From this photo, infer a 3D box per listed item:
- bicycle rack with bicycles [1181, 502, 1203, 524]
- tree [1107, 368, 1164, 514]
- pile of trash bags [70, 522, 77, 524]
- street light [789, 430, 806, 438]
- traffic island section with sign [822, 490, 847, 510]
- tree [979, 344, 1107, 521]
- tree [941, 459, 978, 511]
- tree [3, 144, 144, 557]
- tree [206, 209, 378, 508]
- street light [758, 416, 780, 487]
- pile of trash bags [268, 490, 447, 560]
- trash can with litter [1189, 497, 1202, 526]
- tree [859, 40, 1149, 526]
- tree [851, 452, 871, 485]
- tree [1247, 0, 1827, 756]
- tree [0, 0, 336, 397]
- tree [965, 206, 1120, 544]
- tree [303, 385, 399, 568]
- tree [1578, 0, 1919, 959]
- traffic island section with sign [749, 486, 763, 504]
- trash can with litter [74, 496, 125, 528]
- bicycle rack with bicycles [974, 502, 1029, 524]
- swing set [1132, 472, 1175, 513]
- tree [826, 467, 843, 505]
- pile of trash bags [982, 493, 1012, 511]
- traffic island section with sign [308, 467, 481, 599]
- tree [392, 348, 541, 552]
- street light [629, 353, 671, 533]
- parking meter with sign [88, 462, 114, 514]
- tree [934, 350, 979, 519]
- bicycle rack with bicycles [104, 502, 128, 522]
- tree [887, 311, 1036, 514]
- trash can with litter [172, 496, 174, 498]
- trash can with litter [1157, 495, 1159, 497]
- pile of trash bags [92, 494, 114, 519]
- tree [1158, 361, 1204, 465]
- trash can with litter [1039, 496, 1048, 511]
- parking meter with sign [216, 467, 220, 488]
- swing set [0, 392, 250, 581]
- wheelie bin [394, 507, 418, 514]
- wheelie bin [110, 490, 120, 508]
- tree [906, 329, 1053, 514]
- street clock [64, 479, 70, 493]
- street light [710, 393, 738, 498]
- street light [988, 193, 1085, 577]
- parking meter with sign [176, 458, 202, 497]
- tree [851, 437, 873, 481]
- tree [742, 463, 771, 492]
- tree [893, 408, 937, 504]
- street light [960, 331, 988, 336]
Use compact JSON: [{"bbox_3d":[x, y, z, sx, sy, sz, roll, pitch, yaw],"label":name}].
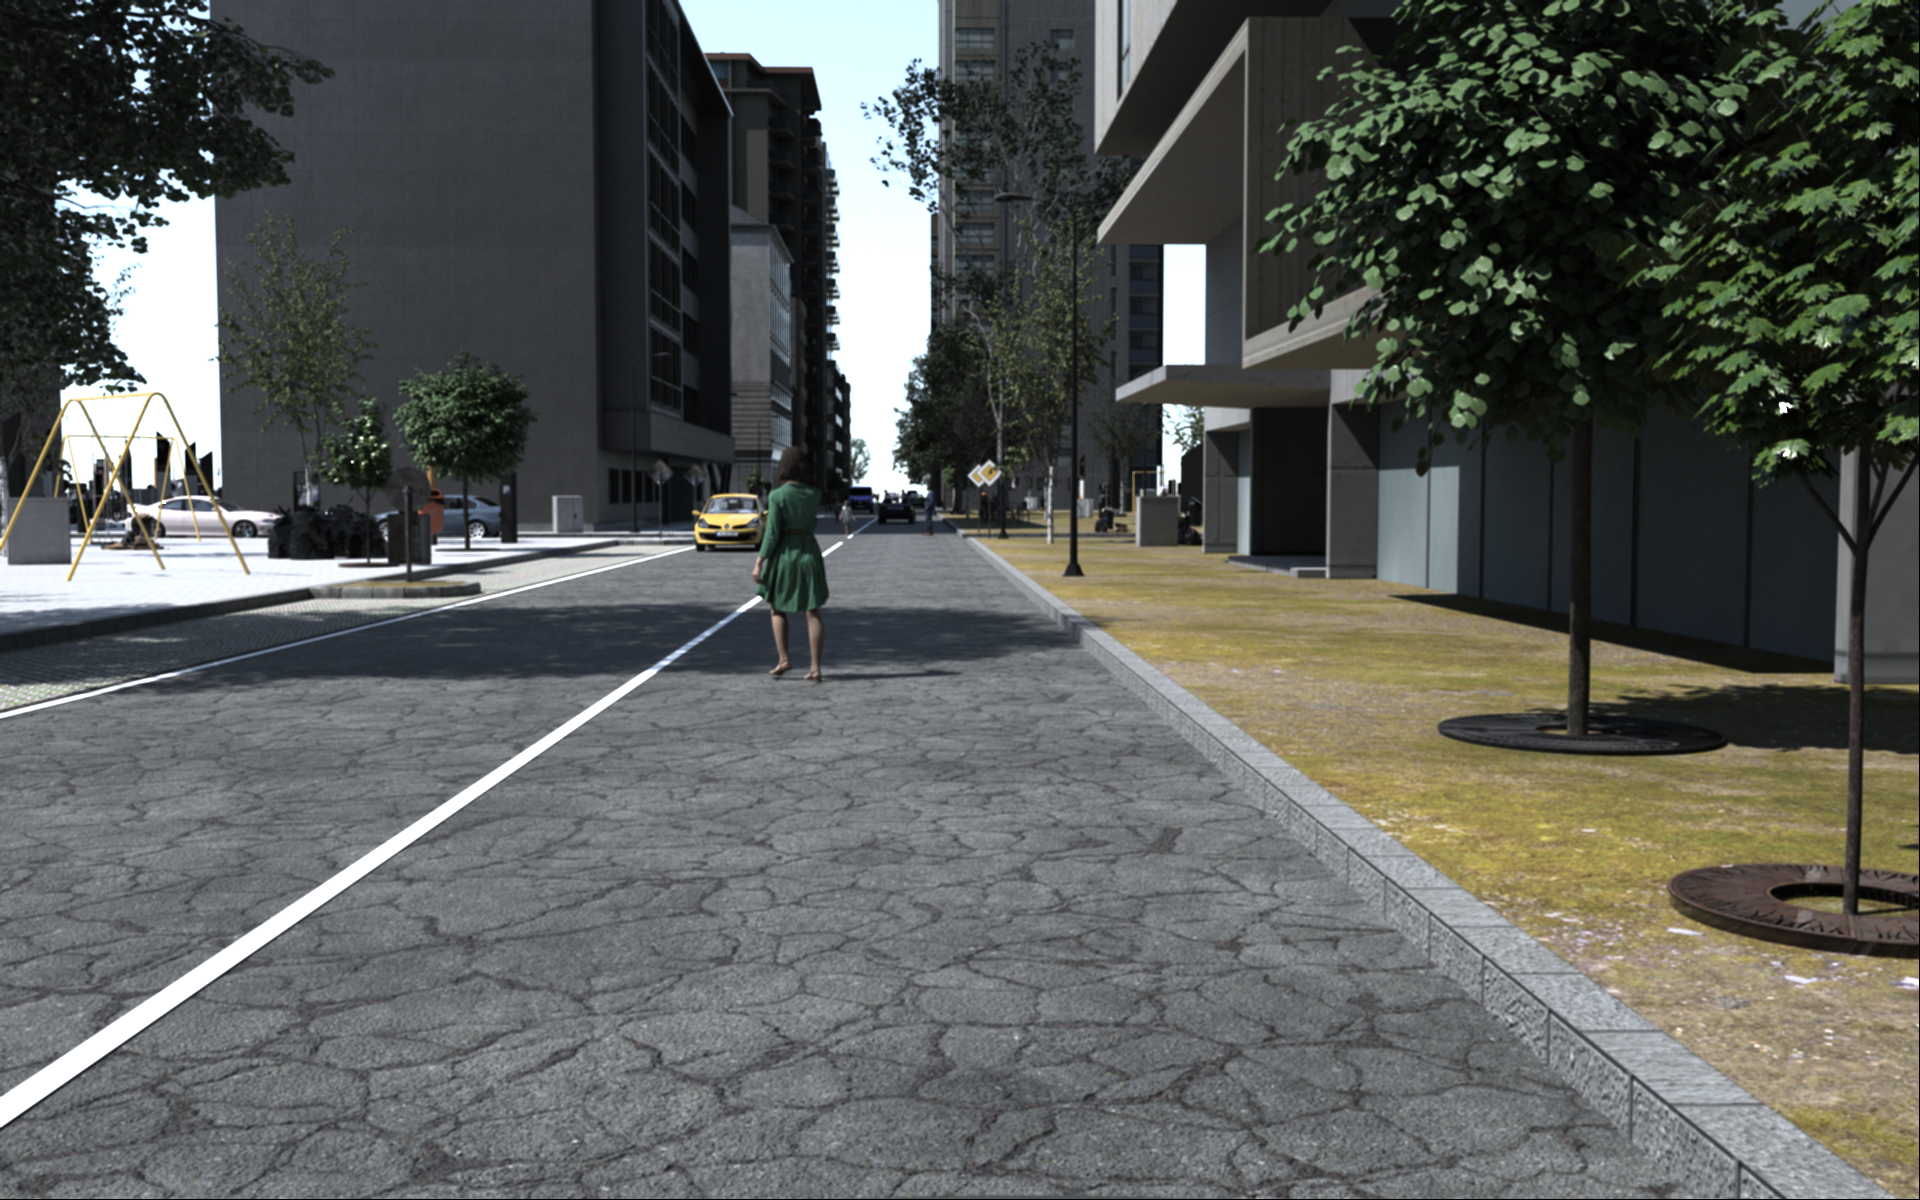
[{"bbox_3d":[9.477,-3.828,75.971,2.852,0.926,2.925,0,4,5],"label":"bicycle rack with bicycles"},{"bbox_3d":[9.793,-9.272,101.959,4.360,8.622,3.978,0,3,0],"label":"tree"},{"bbox_3d":[-39.618,-3.954,74.404,3.447,1.369,1.912,-2,4,-31],"label":"pile of trash bags"},{"bbox_3d":[-12.079,-9.324,124.982,1.470,5.913,1.316,0,4,-2],"label":"street light"},{"bbox_3d":[-11.506,-9.086,157.188,1.989,1.847,2.006,0,4,-2],"label":"traffic island section with sign"},{"bbox_3d":[3.975,-8.132,83.317,4.360,8.622,3.978,0,3,0],"label":"tree"},{"bbox_3d":[0.121,-9.250,134.949,4.285,4.588,4.351,0,3,0],"label":"tree"},{"bbox_3d":[-19.121,-5.171,34.914,4.360,8.622,3.978,0,3,0],"label":"tree"},{"bbox_3d":[-16.921,-5.765,44.613,4.737,8.622,4.395,0,3,0],"label":"tree"},{"bbox_3d":[-11.332,-7.946,102.461,1.470,5.913,1.316,0,4,-2],"label":"street light"},{"bbox_3d":[-12.146,-1.552,35.122,3.447,1.369,1.912,-2,4,-33],"label":"pile of trash bags"},{"bbox_3d":[9.635,-3.528,69.074,1.055,1.170,0.624,1,4,9],"label":"trash can with litter"},{"bbox_3d":[3.069,-13.132,70.599,12.611,20.169,13.585,0,3,0],"label":"tree"},{"bbox_3d":[-16.799,-20.160,279.978,4.737,8.622,4.395,0,3,0],"label":"tree"},{"bbox_3d":[3.230,-1.554,9.121,4.285,4.588,4.351,0,3,0],"label":"tree"},{"bbox_3d":[-10.219,-6.629,15.044,9.857,13.997,8.962,0,3,0],"label":"tree"},{"bbox_3d":[2.293,-5.779,44.853,4.737,8.622,4.395,0,3,0],"label":"tree"},{"bbox_3d":[-10.470,-2.210,30.739,1.663,3.219,1.824,0,3,0],"label":"tree"},{"bbox_3d":[2.679,-0.639,5.048,1.663,3.219,1.824,0,3,0],"label":"tree"},{"bbox_3d":[-9.425,-4.388,80.371,1.989,1.847,2.006,0,4,-2],"label":"traffic island section with sign"},{"bbox_3d":[-32.832,-3.390,66.484,2.233,1.210,1.678,-2,4,-31],"label":"trash can with litter"},{"bbox_3d":[1.740,-3.781,75.205,2.852,0.926,2.925,1,4,18],"label":"bicycle rack with bicycles"},{"bbox_3d":[13.484,-7.591,121.731,3.119,2.851,2.862,0,4,3],"label":"swing set"},{"bbox_3d":[-15.573,-13.775,208.926,4.285,4.588,4.351,0,3,0],"label":"tree"},{"bbox_3d":[2.410,-7.243,128.170,1.912,1.369,3.447,-2,4,-29],"label":"pile of trash bags"},{"bbox_3d":[-7.904,-0.970,24.489,1.989,1.847,2.006,0,4,-2],"label":"traffic island section with sign"},{"bbox_3d":[-11.142,-3.399,39.289,4.285,4.588,4.351,0,3,0],"label":"tree"},{"bbox_3d":[-10.224,-5.177,57.192,1.470,5.913,1.316,0,4,-2],"label":"street light"},{"bbox_3d":[-46.737,-5.961,93.731,1.738,3.016,0.543,0,4,-7],"label":"parking meter with sign"},{"bbox_3d":[0.534,-8.485,89.085,4.360,8.622,3.978,0,3,0],"label":"tree"},{"bbox_3d":[-38.065,-4.038,79.403,2.852,0.926,2.925,1,4,21],"label":"bicycle rack with bicycles"},{"bbox_3d":[-0.049,-11.742,108.988,9.611,12.733,9.660,0,3,0],"label":"tree"},{"bbox_3d":[-41.374,-4.907,91.283,2.233,1.210,1.678,0,4,8],"label":"trash can with litter"},{"bbox_3d":[14.821,-7.349,131.208,1.678,1.210,2.233,-2,4,-33],"label":"trash can with litter"},{"bbox_3d":[-44.727,-4.873,89.427,1.912,1.369,3.447,-2,4,-35],"label":"pile of trash bags"},{"bbox_3d":[13.098,-8.858,95.186,4.737,8.622,4.395,0,3,0],"label":"tree"},{"bbox_3d":[6.283,-7.235,129.685,0.624,1.170,1.055,1,4,18],"label":"trash can with litter"},{"bbox_3d":[-48.823,-7.079,111.999,1.738,3.016,0.543,-3,5,-40],"label":"parking meter with sign"},{"bbox_3d":[-13.254,-1.817,27.331,3.119,2.851,2.862,3,5,39],"label":"swing set"},{"bbox_3d":[-15.441,-2.494,48.685,0.980,1.594,0.693,-1,4,-19],"label":"wheelie bin"},{"bbox_3d":[-61.715,-7.256,126.551,0.980,1.594,0.693,3,5,39],"label":"wheelie bin"},{"bbox_3d":[1.201,-9.963,97.313,8.767,10.594,7.601,0,4,-1],"label":"tree"},{"bbox_3d":[-43.922,-4.916,84.954,0.471,2.002,0.358,-1,4,-16],"label":"street clock"},{"bbox_3d":[-10.911,-6.555,79.715,1.470,5.913,1.316,0,4,-2],"label":"street light"},{"bbox_3d":[1.237,-3.326,26.924,1.470,5.913,1.316,0,4,-2],"label":"street light"},{"bbox_3d":[-36.880,-5.268,82.385,0.543,3.016,1.738,1,4,19],"label":"parking meter with sign"},{"bbox_3d":[-18.316,-22.376,291.602,9.928,11.665,9.643,0,3,0],"label":"tree"},{"bbox_3d":[-13.039,-7.026,109.474,1.663,3.219,1.824,0,3,0],"label":"tree"},{"bbox_3d":[-3.307,-19.012,217.504,9.857,13.997,8.962,0,3,0],"label":"tree"},{"bbox_3d":[0.700,-4.714,49.611,1.470,5.913,1.316,0,4,-2],"label":"street light"}]
